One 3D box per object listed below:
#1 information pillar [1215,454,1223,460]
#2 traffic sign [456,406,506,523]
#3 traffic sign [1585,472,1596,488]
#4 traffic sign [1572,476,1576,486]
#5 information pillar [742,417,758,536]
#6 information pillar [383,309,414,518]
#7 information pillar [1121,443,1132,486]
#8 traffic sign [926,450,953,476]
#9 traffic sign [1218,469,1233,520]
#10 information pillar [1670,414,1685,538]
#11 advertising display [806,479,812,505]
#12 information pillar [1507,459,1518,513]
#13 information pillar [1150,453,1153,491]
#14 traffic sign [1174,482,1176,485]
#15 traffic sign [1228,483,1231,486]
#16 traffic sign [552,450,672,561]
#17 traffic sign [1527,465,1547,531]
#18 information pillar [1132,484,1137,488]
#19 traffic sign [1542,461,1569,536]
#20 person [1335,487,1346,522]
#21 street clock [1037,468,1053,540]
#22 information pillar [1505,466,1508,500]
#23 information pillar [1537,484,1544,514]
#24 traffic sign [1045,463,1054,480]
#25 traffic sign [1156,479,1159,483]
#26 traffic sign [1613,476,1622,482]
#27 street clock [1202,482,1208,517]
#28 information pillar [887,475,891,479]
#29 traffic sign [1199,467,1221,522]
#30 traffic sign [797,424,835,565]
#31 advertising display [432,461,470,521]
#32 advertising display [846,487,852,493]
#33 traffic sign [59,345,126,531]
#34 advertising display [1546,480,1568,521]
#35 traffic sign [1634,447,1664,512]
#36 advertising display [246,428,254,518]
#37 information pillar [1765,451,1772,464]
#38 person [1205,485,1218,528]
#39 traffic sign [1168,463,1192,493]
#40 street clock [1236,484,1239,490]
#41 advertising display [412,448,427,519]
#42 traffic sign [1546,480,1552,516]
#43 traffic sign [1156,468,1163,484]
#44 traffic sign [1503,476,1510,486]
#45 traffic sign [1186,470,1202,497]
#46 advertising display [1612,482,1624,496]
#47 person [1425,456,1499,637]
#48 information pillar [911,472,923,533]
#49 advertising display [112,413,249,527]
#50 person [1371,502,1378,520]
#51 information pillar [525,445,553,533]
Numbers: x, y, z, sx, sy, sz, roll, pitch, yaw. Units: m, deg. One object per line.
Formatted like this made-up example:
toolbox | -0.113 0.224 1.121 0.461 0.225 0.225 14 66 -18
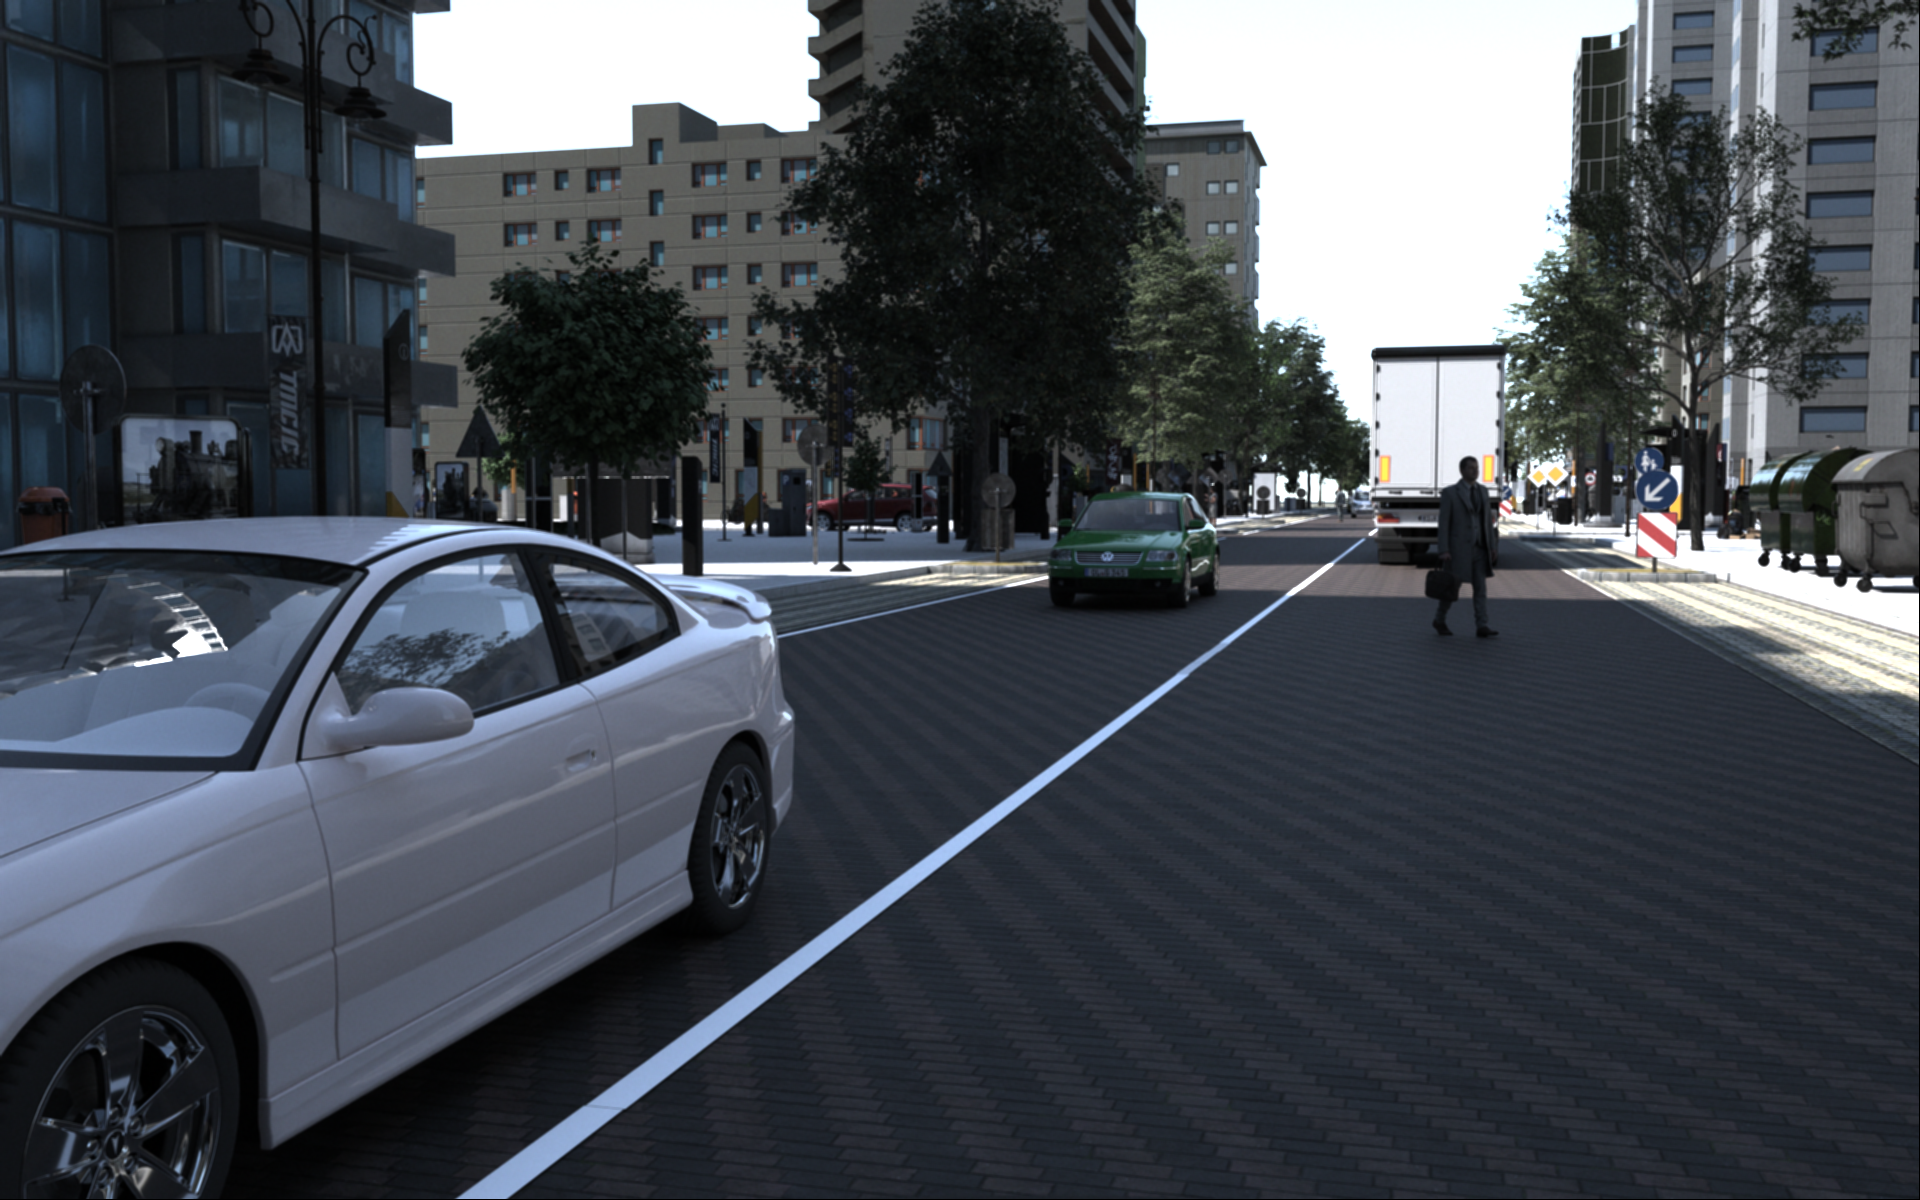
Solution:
information pillar | 14.369 -6.408 96.119 0.504 3.616 0.183 3 4 36
traffic sign | -7.001 -1.545 25.257 0.884 2.594 0.081 1 4 22
traffic sign | 36.651 -6.157 100.771 0.768 2.556 0.104 1 4 18
traffic sign | 34.996 -5.881 98.287 0.606 2.300 0.079 1 4 22
information pillar | -6.367 -3.746 52.599 0.504 3.616 0.183 2 4 32
information pillar | -7.038 -1.859 21.754 0.183 3.616 0.504 1 4 15
information pillar | 7.152 -5.085 74.502 0.504 3.616 0.183 -2 4 -23
traffic sign | -0.602 -3.153 51.555 0.884 2.594 0.081 1 4 22
traffic sign | 13.361 -5.331 87.269 0.768 2.556 0.104 1 4 21
information pillar | 20.914 -3.620 50.547 0.183 3.616 0.504 -1 4 -14
advertising display | -6.537 -4.183 73.613 0.123 1.923 0.974 2 4 34
information pillar | 37.041 -7.610 115.780 0.504 3.616 0.183 -2 4 -25
information pillar | 10.662 -6.431 96.502 0.183 3.616 0.504 0 4 -1
traffic sign | 11.959 -5.939 97.203 0.768 2.556 0.104 1 4 19
traffic sign | 17.512 -7.030 114.945 0.884 2.594 0.081 1 4 16
traffic sign | -5.466 -2.010 26.735 2.265 3.308 0.079 1 4 20
traffic sign | 20.105 -3.461 60.222 0.795 2.450 0.064 1 4 15
information pillar | 12.212 -7.133 121.119 0.304 2.012 0.304 0 4 -8
traffic sign | 18.037 -2.989 52.508 0.795 2.450 0.064 1 4 15
person | 19.602 -4.936 89.309 0.635 1.810 0.391 -3 5 -41
street clock | 2.400 -2.704 48.775 0.358 2.002 0.471 3 4 36
information pillar | 39.161 -8.114 124.013 0.183 3.616 0.504 3 4 38
information pillar | 36.691 -6.423 109.514 0.304 2.012 0.304 0 4 5
traffic sign | 3.051 -3.913 63.975 0.884 2.594 0.081 2 4 24
traffic sign | 10.485 -5.413 89.691 0.795 2.450 0.064 1 4 23
traffic sign | 36.024 -5.687 95.115 0.606 2.300 0.079 1 4 15
street clock | 11.919 -4.870 84.190 0.358 2.002 0.471 0 4 8
information pillar | -2.895 -3.833 67.165 0.304 2.012 0.304 -2 4 -30
traffic sign | 9.103 -3.642 63.181 0.795 2.450 0.064 1 4 15
traffic sign | -2.619 -1.908 31.300 0.768 2.556 0.104 2 4 24
advertising display | -10.124 -1.794 34.551 0.974 1.923 0.123 3 4 38
advertising display | -4.062 -3.884 68.712 0.974 1.923 0.123 -2 4 -35
traffic sign | -7.419 -0.898 14.794 0.768 2.556 0.104 1 4 23
advertising display | 28.157 -4.681 81.741 0.974 1.923 0.123 3 5 40
traffic sign | 18.783 -2.885 47.274 0.768 2.556 0.104 1 4 17
advertising display | -7.284 -0.714 16.884 0.974 1.923 0.123 2 4 25
information pillar | 43.793 -6.272 93.898 0.504 3.616 0.183 -3 4 -36
person | 9.742 -3.580 67.393 0.532 1.782 0.716 0 4 1
traffic sign | 7.035 -3.170 55.467 0.795 2.450 0.064 1 4 15
street clock | 20.662 -7.566 128.273 0.358 2.002 0.471 3 5 44
advertising display | -7.701 -1.159 24.158 0.123 1.923 0.974 0 4 7
traffic sign | 34.319 -6.131 100.340 0.768 2.556 0.104 1 4 21
traffic sign | 9.918 -5.170 84.638 0.768 2.556 0.104 1 4 22
traffic sign | 39.131 -7.616 124.624 0.768 2.556 0.104 2 4 24
traffic sign | 12.069 -5.471 89.456 0.884 2.594 0.081 2 4 25
advertising display | 33.730 -5.146 89.348 0.974 1.923 0.123 -1 4 -9
person | 5.102 -0.541 17.442 0.694 1.812 0.767 -1 4 -19
information pillar | -1.434 -3.266 57.895 0.304 2.012 0.304 -1 4 -21
advertising display | -6.317 -0.540 14.047 0.974 1.923 0.123 -3 5 -42
person | 22.578 -5.076 94.081 0.523 1.515 0.503 1 4 12
information pillar | -5.977 -1.230 24.607 0.304 2.012 0.304 -2 4 -35
